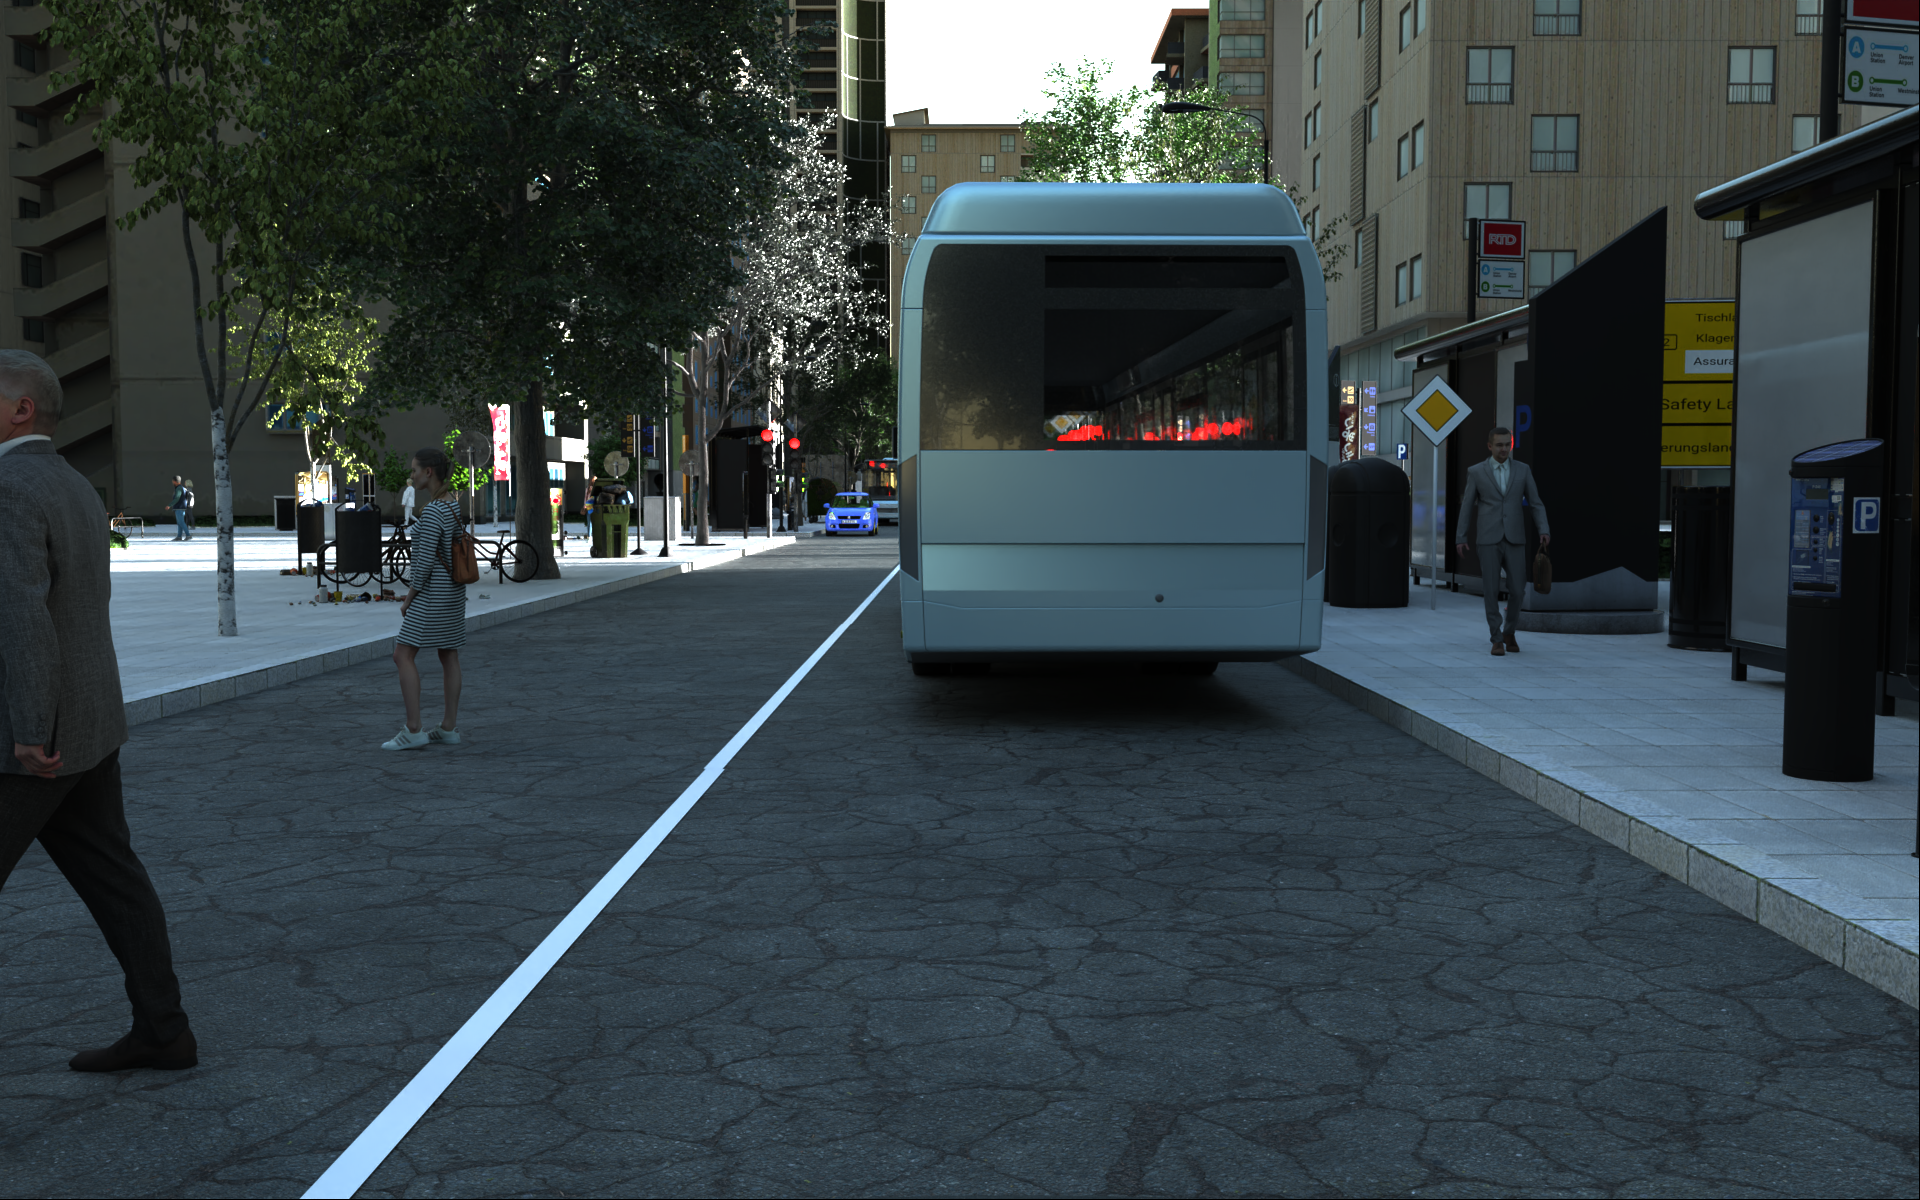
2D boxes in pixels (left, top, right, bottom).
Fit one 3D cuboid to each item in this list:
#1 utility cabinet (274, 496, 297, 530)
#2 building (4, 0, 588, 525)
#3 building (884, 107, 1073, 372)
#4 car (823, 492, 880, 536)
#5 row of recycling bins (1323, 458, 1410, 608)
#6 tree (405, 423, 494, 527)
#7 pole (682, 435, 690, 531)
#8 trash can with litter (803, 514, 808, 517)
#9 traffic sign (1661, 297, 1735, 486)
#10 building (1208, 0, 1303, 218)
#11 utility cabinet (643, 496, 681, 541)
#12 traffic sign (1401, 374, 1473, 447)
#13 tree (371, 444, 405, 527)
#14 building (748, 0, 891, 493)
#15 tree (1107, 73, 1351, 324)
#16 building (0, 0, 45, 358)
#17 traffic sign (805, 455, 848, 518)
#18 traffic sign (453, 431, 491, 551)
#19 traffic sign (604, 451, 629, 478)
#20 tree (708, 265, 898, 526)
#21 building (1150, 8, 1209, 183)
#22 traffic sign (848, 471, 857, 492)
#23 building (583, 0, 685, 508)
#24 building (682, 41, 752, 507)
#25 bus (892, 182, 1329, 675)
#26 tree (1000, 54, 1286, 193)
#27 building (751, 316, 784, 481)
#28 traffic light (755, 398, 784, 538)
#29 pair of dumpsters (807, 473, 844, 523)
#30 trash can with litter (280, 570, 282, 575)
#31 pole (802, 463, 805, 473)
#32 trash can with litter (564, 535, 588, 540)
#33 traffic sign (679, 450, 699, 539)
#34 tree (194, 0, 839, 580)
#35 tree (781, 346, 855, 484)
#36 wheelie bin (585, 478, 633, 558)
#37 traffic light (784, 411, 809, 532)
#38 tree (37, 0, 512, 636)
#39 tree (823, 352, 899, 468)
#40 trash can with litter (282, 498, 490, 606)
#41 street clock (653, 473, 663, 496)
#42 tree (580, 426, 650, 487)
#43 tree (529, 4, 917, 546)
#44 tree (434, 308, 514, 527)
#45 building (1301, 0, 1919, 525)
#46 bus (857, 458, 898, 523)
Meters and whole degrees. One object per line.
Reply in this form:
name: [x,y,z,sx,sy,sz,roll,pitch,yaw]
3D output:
utility cabinet: [-23.814,-3.077,61.469,1.020,1.237,0.306,1,4,18]
building: [-30.771,-28.019,81.821,21.300,48.544,21.600,0,4,0]
building: [3.735,-40.089,244.688,27.495,52.752,28.713,0,4,0]
car: [-3.735,-3.085,60.030,1.945,1.707,3.694,0,4,0]
row of recycling bins: [4.887,-0.855,21.087,1.069,1.692,3.534,1,4,11]
tree: [-13.731,-3.209,47.073,1.663,3.219,1.824,0,3,0]
pole: [-9.481,-4.042,59.923,0.158,3.312,0.155,0,3,0]
trash can with litter: [-8.753,-5.181,95.760,1.678,1.210,2.233,0,4,-8]
traffic sign: [7.860,-1.479,18.056,2.265,3.308,0.079,0,4,6]
building: [24.837,-27.073,126.244,14.154,41.232,14.086,0,4,0]
utility cabinet: [-8.228,-2.243,47.841,1.020,1.237,0.306,1,4,20]
traffic sign: [5.264,-1.184,19.093,0.795,2.593,0.064,0,4,1]
tree: [-21.993,-4.425,66.944,1.663,3.219,1.824,0,3,0]
building: [-20.330,-49.047,240.168,20.611,71.187,20.563,0,4,0]
tree: [4.453,-4.916,30.734,4.360,8.622,3.978,0,3,0]
building: [-50.380,-24.215,79.516,14.086,41.232,14.154,0,4,0]
traffic sign: [-6.994,-5.930,90.834,2.265,3.308,0.079,0,4,4]
traffic sign: [-9.849,-2.130,34.930,0.768,2.556,0.104,0,4,0]
traffic sign: [-10.153,-3.122,51.148,0.768,2.556,0.104,0,4,7]
tree: [-6.360,-8.280,69.789,8.767,10.594,7.601,1,4,10]
building: [28.802,-30.711,156.757,22.147,44.769,28.867,0,4,0]
traffic sign: [-5.953,-5.758,94.254,0.768,2.556,0.104,0,4,1]
building: [-26.345,-26.315,113.838,14.154,41.232,14.086,0,4,0]
building: [-26.658,-30.936,155.913,14.600,45.320,14.200,0,4,0]
bus: [0.739,-1.346,16.873,2.948,3.499,13.247,0,4,-2]
tree: [4.257,-7.086,41.611,9.928,11.665,9.643,0,3,0]
building: [-34.490,-20.628,182.301,28.899,21.520,27.650,0,4,0]
traffic light: [-5.573,-3.776,50.655,0.839,4.253,0.868,0,4,0]
pair of dumpsters: [-6.118,-4.606,77.809,1.574,2.255,4.437,0,4,0]
trash can with litter: [-10.086,-1.031,27.915,1.678,1.210,2.233,2,4,24]
pole: [-10.196,-7.286,112.963,0.158,3.312,0.155,0,3,0]
trash can with litter: [-11.165,-2.296,48.595,2.233,1.210,1.678,0,4,6]
traffic sign: [-7.711,-3.039,49.799,0.768,2.556,0.104,0,4,4]
tree: [-6.403,-7.281,25.701,9.857,13.997,8.962,0,3,0]
tree: [-7.098,-8.189,84.252,4.360,8.622,3.978,0,3,0]
wheelie bin: [-7.026,-1.652,34.920,0.980,1.594,0.693,-3,4,-37]
traffic light: [-5.547,-4.264,58.640,0.839,4.253,0.868,0,4,0]
tree: [-6.412,-3.974,15.336,4.737,8.622,4.395,0,3,0]
tree: [-6.834,-12.228,125.690,9.928,11.665,9.643,0,3,0]
trash can with litter: [-6.803,-0.594,20.766,2.233,1.210,1.678,-1,4,-15]
street clock: [-10.497,-3.435,60.738,0.471,2.002,0.358,-1,4,-15]
tree: [-16.575,-6.097,83.396,4.285,4.588,4.351,0,3,0]
tree: [-6.290,-8.101,42.819,12.009,13.543,11.850,0,3,0]
tree: [-18.322,-7.144,67.168,4.360,8.622,3.978,0,3,0]
building: [31.860,-30.164,82.415,27.495,52.752,28.713,0,4,0]
bus: [-2.987,-5.379,82.802,2.948,3.499,13.247,0,4,1]
